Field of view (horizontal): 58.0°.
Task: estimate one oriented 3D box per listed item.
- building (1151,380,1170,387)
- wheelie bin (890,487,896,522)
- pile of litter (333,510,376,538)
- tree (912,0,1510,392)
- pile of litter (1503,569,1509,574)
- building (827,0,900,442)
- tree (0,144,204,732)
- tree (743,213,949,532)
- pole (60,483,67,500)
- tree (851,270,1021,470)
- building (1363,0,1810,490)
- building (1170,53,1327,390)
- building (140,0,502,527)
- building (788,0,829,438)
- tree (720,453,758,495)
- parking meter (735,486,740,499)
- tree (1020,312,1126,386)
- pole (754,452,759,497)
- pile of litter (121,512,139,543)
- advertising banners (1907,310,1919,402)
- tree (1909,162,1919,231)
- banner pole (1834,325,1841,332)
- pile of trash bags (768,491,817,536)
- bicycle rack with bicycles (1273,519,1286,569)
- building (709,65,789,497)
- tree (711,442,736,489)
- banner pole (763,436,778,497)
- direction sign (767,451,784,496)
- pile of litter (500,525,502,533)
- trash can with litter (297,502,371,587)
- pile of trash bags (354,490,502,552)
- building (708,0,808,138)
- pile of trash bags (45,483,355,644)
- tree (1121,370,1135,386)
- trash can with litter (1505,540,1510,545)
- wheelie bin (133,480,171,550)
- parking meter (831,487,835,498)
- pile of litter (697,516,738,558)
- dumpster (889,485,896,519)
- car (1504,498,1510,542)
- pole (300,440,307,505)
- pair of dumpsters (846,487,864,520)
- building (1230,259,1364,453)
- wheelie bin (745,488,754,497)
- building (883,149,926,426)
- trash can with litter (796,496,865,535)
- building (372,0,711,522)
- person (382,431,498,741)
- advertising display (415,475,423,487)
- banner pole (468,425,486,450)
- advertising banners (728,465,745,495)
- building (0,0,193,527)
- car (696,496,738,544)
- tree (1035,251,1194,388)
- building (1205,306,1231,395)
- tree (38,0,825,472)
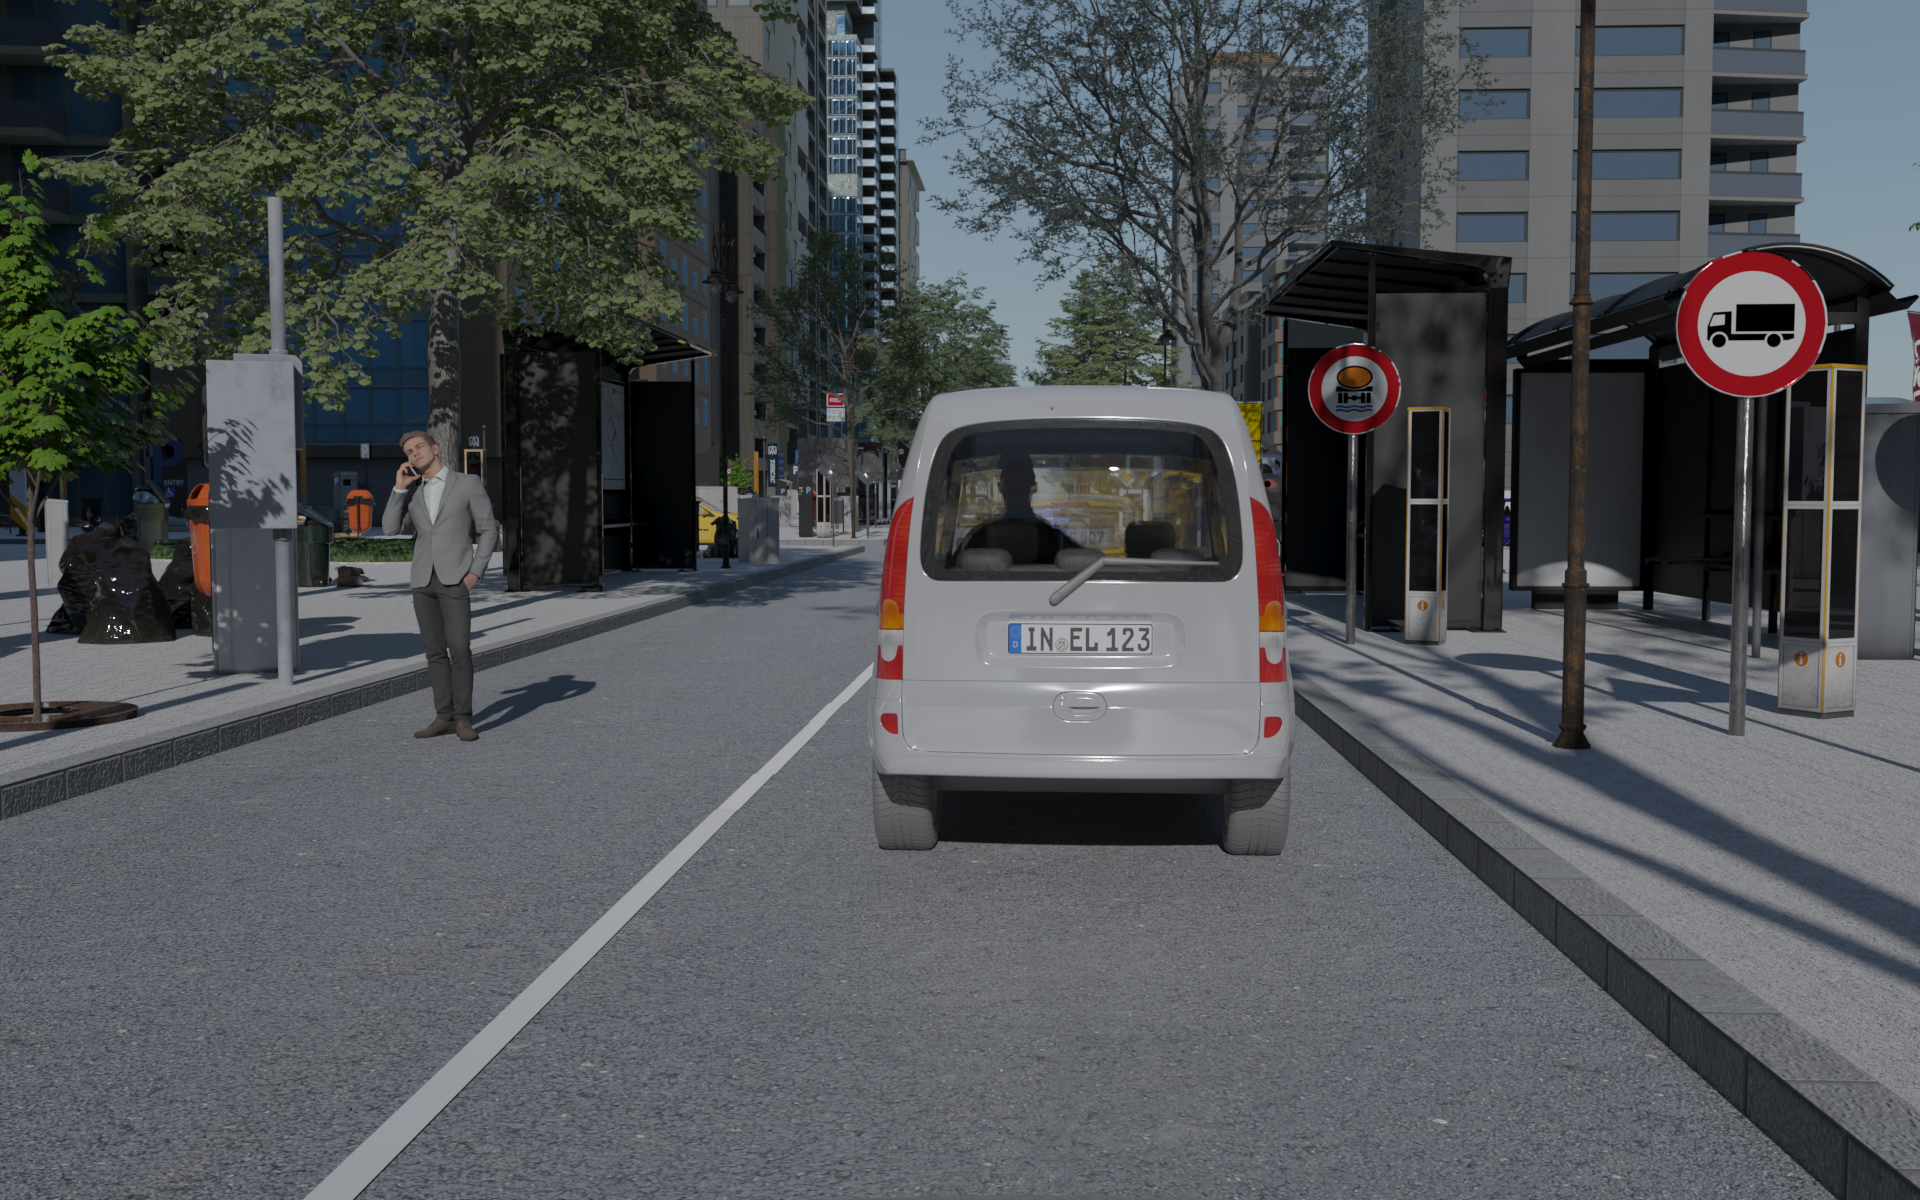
[{"bbox_3d":[43.821,-25.856,267.782,27.650,21.520,28.899,0,4,3],"label":"building"},{"bbox_3d":[-2.895,-4.381,79.533,0.980,1.594,0.693,0,4,1],"label":"wheelie bin"},{"bbox_3d":[-17.646,-2.199,49.922,1.719,0.858,1.176,0,4,3],"label":"pile of litter"},{"bbox_3d":[4.166,-7.227,28.525,12.009,13.543,11.850,0,3,0],"label":"tree"},{"bbox_3d":[8.312,-0.883,28.407,1.176,0.858,1.719,-1,4,-16],"label":"pile of litter"},{"bbox_3d":[-18.613,-56.532,236.964,22.319,86.520,31.000,0,4,3],"label":"building"},{"bbox_3d":[-5.151,-0.919,9.621,1.663,3.219,1.824,0,3,0],"label":"tree"},{"bbox_3d":[-3.868,-7.572,58.210,7.601,10.594,8.767,0,4,1],"label":"tree"},{"bbox_3d":[-31.311,-4.075,60.472,0.158,3.312,0.155,0,3,0],"label":"pole"},{"bbox_3d":[-1.689,-11.742,98.633,9.857,13.997,8.962,0,3,0],"label":"tree"},{"bbox_3d":[34.081,-34.040,98.559,21.231,58.520,28.212,0,4,3],"label":"building"},{"bbox_3d":[39.613,-42.589,238.329,21.231,58.520,28.212,0,4,3],"label":"building"},{"bbox_3d":[-23.692,-25.816,72.206,14.600,45.320,14.200,0,4,3],"label":"building"},{"bbox_3d":[-20.975,-44.291,162.403,20.563,71.187,20.611,0,4,3],"label":"building"},{"bbox_3d":[-10.565,-5.351,82.087,1.663,3.219,1.824,0,3,0],"label":"tree"},{"bbox_3d":[-7.371,-2.948,56.618,0.372,1.533,0.369,0,3,0],"label":"parking meter"},{"bbox_3d":[12.048,-19.657,177.288,12.611,20.169,13.585,0,3,0],"label":"tree"},{"bbox_3d":[-9.803,-5.473,83.324,0.158,3.312,0.155,0,3,0],"label":"pole"},{"bbox_3d":[-19.906,-1.654,41.010,1.176,0.858,1.719,0,4,1],"label":"pile of litter"},{"bbox_3d":[9.857,-1.284,17.187,2.074,3.025,0.090,-3,4,-36],"label":"advertising banners"},{"bbox_3d":[13.525,-4.258,19.989,4.737,8.622,4.395,0,3,0],"label":"tree"},{"bbox_3d":[10.324,-1.892,20.954,0.863,3.779,0.401,3,5,43],"label":"banner pole"},{"bbox_3d":[-5.952,-2.643,52.972,3.447,1.369,1.912,1,4,9],"label":"pile of trash bags"},{"bbox_3d":[5.069,-0.664,24.242,2.925,0.926,2.852,-2,4,-23],"label":"bicycle rack with bicycles"},{"bbox_3d":[-19.574,-21.106,116.777,14.160,30.474,14.107,0,4,3],"label":"building"},{"bbox_3d":[-15.447,-7.584,107.717,4.285,4.588,4.351,0,3,0],"label":"tree"},{"bbox_3d":[-8.249,-5.194,74.945,0.863,3.779,0.401,1,4,17],"label":"banner pole"},{"bbox_3d":[-9.633,-6.033,90.637,0.876,3.537,0.379,-1,4,-19],"label":"direction sign"},{"bbox_3d":[-14.698,-2.622,56.840,1.719,0.858,1.176,1,4,10],"label":"pile of litter"},{"bbox_3d":[-8.732,-0.772,24.004,1.055,1.170,0.624,0,4,-2],"label":"trash can with litter"},{"bbox_3d":[-11.921,-1.767,38.636,3.447,1.369,1.912,0,4,-8],"label":"pile of trash bags"},{"bbox_3d":[-26.957,-33.626,139.025,28.713,52.752,27.495,0,4,3],"label":"building"},{"bbox_3d":[-6.892,-0.346,15.403,1.912,1.369,3.447,-2,4,-35],"label":"pile of trash bags"},{"bbox_3d":[8.708,-9.429,104.527,4.737,8.622,4.395,0,3,0],"label":"tree"},{"bbox_3d":[13.338,-1.786,40.596,1.055,1.170,0.624,1,4,16],"label":"trash can with litter"},{"bbox_3d":[-18.166,-1.897,38.932,0.693,1.594,0.980,-1,4,-15],"label":"wheelie bin"},{"bbox_3d":[-5.585,-4.262,75.397,0.255,1.863,0.399,-2,4,-24],"label":"parking meter"},{"bbox_3d":[-4.673,-1.282,34.931,1.719,0.858,1.176,2,4,26],"label":"pile of litter"},{"bbox_3d":[-3.173,-5.199,90.766,1.264,1.857,1.865,0,4,3],"label":"dumpster"},{"bbox_3d":[14.090,-2.020,45.600,3.894,1.354,1.945,0,4,5],"label":"car"},{"bbox_3d":[-24.937,-4.402,65.821,0.158,3.312,0.155,0,3,0],"label":"pole"},{"bbox_3d":[-4.417,-4.681,79.027,1.574,2.255,4.437,0,4,3],"label":"pair of dumpsters"},{"bbox_3d":[37.781,-18.131,141.483,27.650,21.520,28.899,0,4,3],"label":"building"},{"bbox_3d":[-11.547,-5.372,95.737,0.693,1.594,0.980,-1,4,-16],"label":"wheelie bin"},{"bbox_3d":[-20.400,-41.508,267.886,28.713,52.752,27.495,0,4,3],"label":"building"},{"bbox_3d":[-4.205,-2.717,55.476,2.233,1.210,1.678,2,4,30],"label":"trash can with litter"},{"bbox_3d":[-21.917,-27.168,94.303,14.600,45.320,14.200,0,4,3],"label":"building"},{"bbox_3d":[-3.048,-0.092,10.183,0.592,1.802,0.473,2,4,25],"label":"person"},{"bbox_3d":[-17.801,-3.200,57.538,0.123,1.923,0.974,1,4,8],"label":"advertising display"},{"bbox_3d":[-17.465,-4.454,62.847,0.863,3.779,0.401,-3,5,-39],"label":"banner pole"},{"bbox_3d":[-13.094,-6.571,103.616,2.074,3.025,0.090,1,4,8],"label":"advertising banners"},{"bbox_3d":[-45.126,-25.627,73.629,28.867,44.769,22.147,0,4,3],"label":"building"},{"bbox_3d":[-7.203,-2.189,46.019,3.980,1.641,2.015,0,4,3],"label":"car"},{"bbox_3d":[6.980,-10.001,81.643,7.486,12.596,7.792,0,3,0],"label":"tree"},{"bbox_3d":[38.971,-19.894,170.305,27.650,21.520,28.899,0,4,3],"label":"building"},{"bbox_3d":[-4.831,-6.074,17.437,7.486,12.596,7.792,0,3,0],"label":"tree"}]
